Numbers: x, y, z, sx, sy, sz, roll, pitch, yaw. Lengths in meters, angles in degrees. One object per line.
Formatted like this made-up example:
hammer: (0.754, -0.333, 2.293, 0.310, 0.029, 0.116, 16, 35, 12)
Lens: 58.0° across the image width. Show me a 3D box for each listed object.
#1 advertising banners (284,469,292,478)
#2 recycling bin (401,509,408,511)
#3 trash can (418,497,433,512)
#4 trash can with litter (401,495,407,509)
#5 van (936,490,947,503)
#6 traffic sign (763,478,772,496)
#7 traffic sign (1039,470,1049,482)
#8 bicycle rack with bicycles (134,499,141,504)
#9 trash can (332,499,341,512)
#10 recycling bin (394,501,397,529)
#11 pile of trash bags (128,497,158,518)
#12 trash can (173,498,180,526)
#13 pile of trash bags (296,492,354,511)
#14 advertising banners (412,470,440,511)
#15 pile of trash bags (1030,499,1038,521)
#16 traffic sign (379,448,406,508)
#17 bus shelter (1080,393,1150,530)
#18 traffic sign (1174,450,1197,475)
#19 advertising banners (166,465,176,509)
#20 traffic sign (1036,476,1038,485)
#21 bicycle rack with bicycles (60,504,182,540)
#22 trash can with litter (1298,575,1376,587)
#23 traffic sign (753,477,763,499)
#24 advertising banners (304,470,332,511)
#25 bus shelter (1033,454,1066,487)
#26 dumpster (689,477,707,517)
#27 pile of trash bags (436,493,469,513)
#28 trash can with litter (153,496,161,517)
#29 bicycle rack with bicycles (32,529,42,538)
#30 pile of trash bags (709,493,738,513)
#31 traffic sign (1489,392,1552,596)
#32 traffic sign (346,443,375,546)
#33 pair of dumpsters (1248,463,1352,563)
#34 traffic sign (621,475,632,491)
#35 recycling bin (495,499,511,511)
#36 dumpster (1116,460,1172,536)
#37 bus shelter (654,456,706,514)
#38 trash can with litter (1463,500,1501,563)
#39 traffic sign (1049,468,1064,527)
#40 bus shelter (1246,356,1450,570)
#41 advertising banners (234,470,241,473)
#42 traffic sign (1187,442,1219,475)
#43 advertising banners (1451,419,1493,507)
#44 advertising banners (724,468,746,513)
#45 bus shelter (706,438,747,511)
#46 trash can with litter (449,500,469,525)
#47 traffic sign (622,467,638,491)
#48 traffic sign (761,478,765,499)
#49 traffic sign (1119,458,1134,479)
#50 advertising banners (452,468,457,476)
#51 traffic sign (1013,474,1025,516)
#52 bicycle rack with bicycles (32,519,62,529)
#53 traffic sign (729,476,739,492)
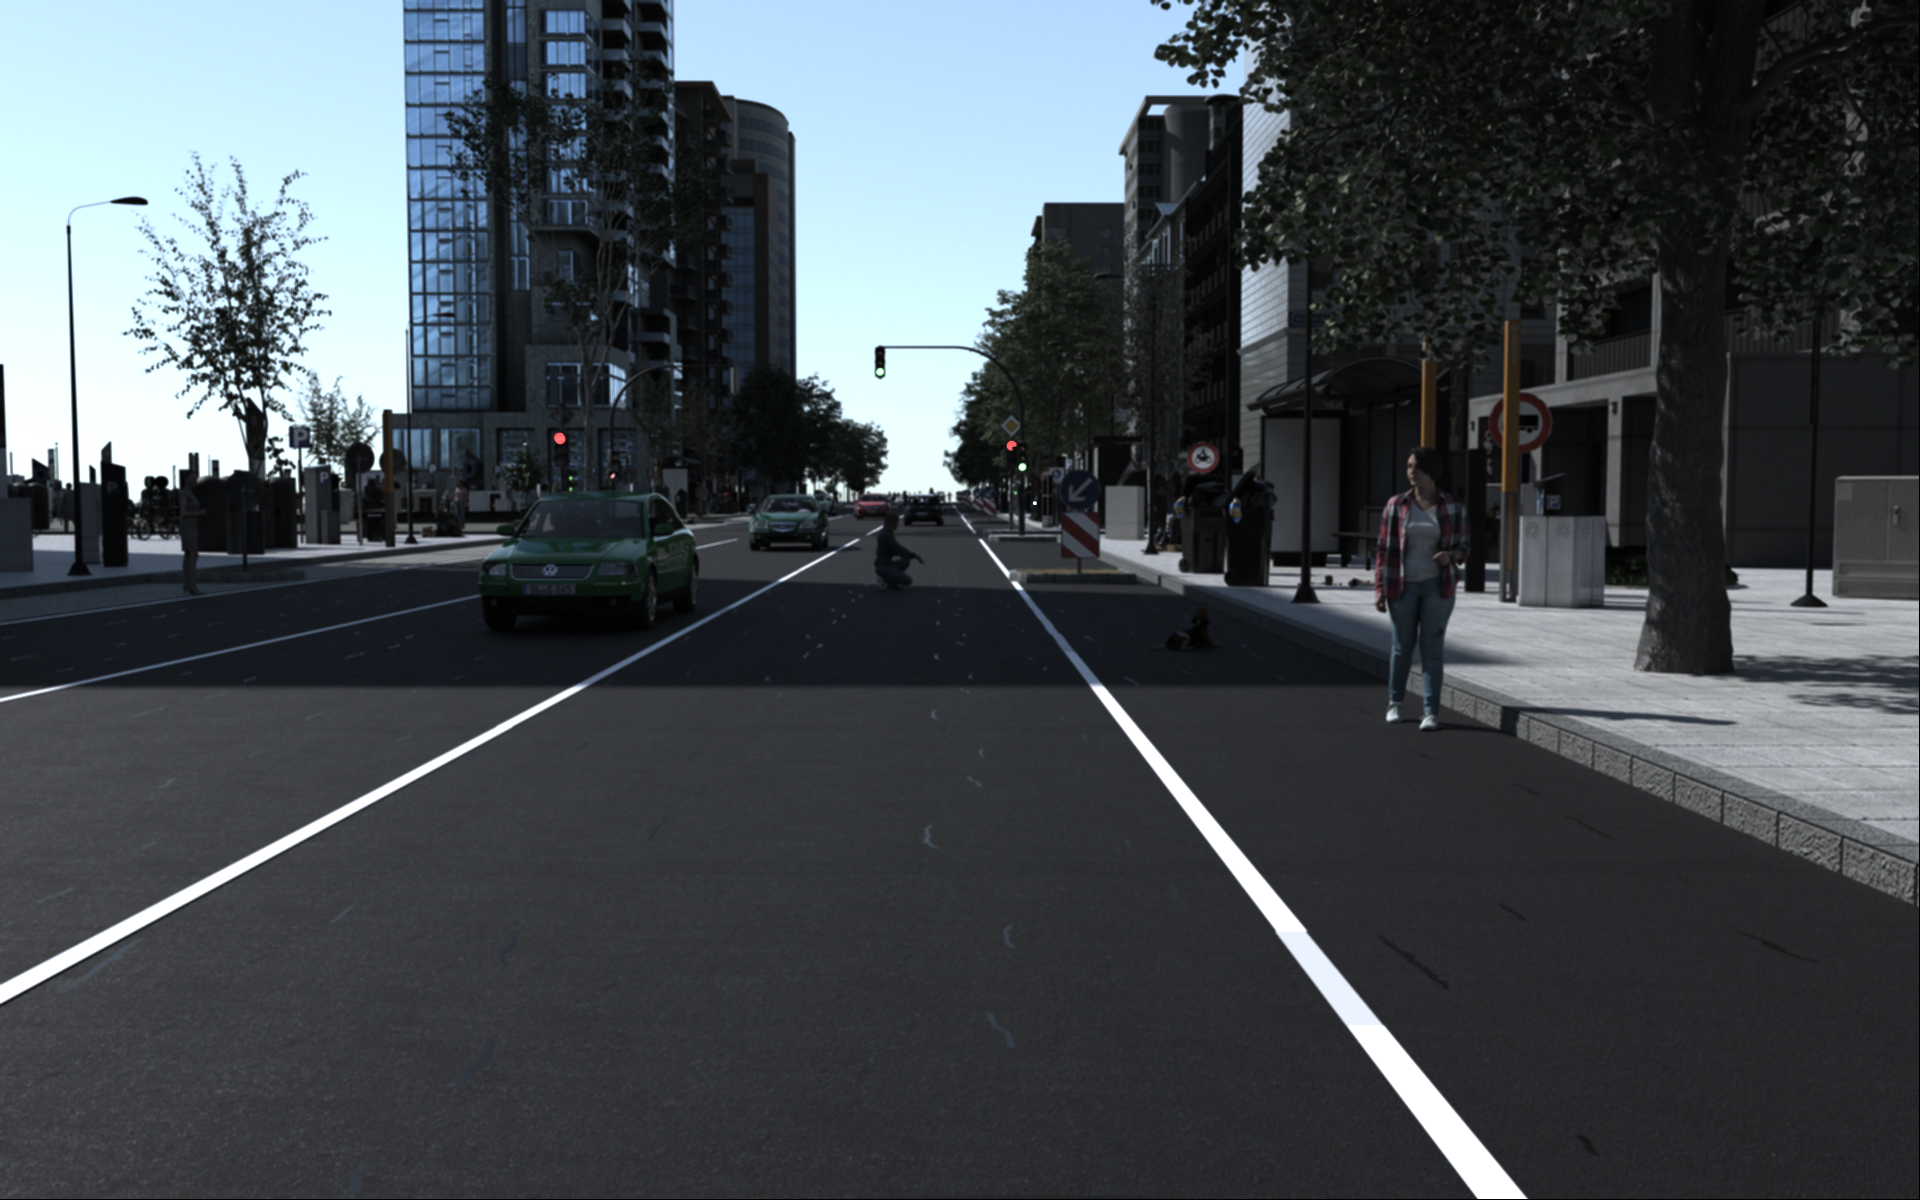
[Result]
advertising banners: (-46.792, -7.482, 118.523, 2.074, 3.025, 0.090, -2, 4, -24)
recycling bin: (-43.316, -7.456, 134.466, 0.722, 1.027, 0.722, 0, 4, -5)
trash can: (-26.733, -4.587, 86.659, 0.748, 1.137, 0.748, 0, 3, 0)
trash can with litter: (-36.399, -6.206, 112.519, 2.233, 1.210, 1.678, 1, 4, 20)
van: (-3.240, -17.185, 287.977, 2.013, 2.044, 4.112, 0, 3, 0)
traffic sign: (-14.831, -8.155, 133.447, 0.768, 2.556, 0.104, 0, 4, 6)
traffic sign: (4.483, -5.484, 89.764, 0.768, 2.556, 0.104, 0, 4, 3)
bicycle rack with bicycles: (-58.075, -6.719, 123.236, 2.925, 0.926, 2.852, 0, 4, -5)
trash can: (-17.665, -2.242, 48.312, 0.748, 1.137, 0.748, 0, 3, 0)
recycling bin: (-21.235, -3.130, 63.729, 0.722, 1.027, 0.722, 2, 4, 27)
pile of trash bags: (-42.833, -4.821, 88.583, 3.447, 1.369, 1.912, -1, 4, -17)
trash can: (-30.683, -3.468, 68.348, 0.748, 1.137, 0.748, 0, 3, 0)
pile of trash bags: (-35.145, -5.257, 95.710, 3.447, 1.369, 1.912, 0, 4, -8)
advertising banners: (-38.583, -7.870, 124.870, 2.074, 3.025, 0.090, -1, 4, -23)
pile of trash bags: (4.325, -4.487, 83.115, 1.912, 1.369, 3.447, 0, 4, 2)
traffic sign: (-15.747, -2.934, 48.080, 0.768, 2.556, 0.104, 0, 4, 2)
bus shelter: (5.819, -5.449, 66.729, 2.179, 5.291, 8.768, 0, 4, 0)
traffic sign: (6.630, -3.085, 50.544, 0.768, 2.556, 0.104, 0, 4, 8)
advertising banners: (-47.492, -6.613, 104.302, 0.090, 3.025, 2.074, -1, 4, -9)
traffic sign: (5.046, -6.575, 107.614, 0.768, 2.556, 0.104, 1, 4, 8)
bicycle rack with bicycles: (-23.206, -2.192, 49.218, 2.852, 0.926, 2.925, 1, 4, 16)
trash can with litter: (5.826, -0.811, 24.310, 2.233, 1.210, 1.678, 0, 4, 1)
traffic sign: (-15.206, -7.972, 130.455, 0.768, 2.556, 0.104, 0, 4, 5)
advertising banners: (-46.643, -7.929, 125.830, 2.074, 3.025, 0.090, -3, 5, -42)
bus shelter: (5.322, -6.857, 103.394, 1.731, 3.624, 6.357, 0, 4, -1)
dumpster: (-15.238, -5.872, 98.507, 1.502, 2.255, 1.985, 0, 4, -1)
pile of trash bags: (-37.156, -7.336, 129.689, 3.447, 1.369, 1.912, -3, 5, -40)
trash can with litter: (-35.775, -4.103, 78.137, 1.678, 1.210, 2.233, 1, 4, 22)
bicycle rack with bicycles: (-28.221, -2.249, 50.155, 2.925, 0.926, 2.852, -3, 5, -41)
pile of trash bags: (-15.814, -6.508, 116.155, 1.912, 1.369, 3.447, 0, 4, -1)
traffic sign: (7.032, -1.328, 21.818, 0.768, 2.556, 0.104, 0, 4, 8)
traffic sign: (-14.908, -2.626, 43.034, 0.768, 2.556, 0.104, 1, 4, 8)
pair of dumpsters: (6.566, -1.918, 33.860, 1.574, 2.255, 4.437, 0, 4, 0)
traffic sign: (-17.363, -5.542, 90.725, 0.768, 2.556, 0.104, 0, 4, 2)
recycling bin: (-25.386, -5.116, 96.206, 0.722, 1.027, 0.722, 0, 4, -5)
dumpster: (5.354, -2.945, 50.644, 1.502, 2.255, 1.985, 0, 4, 0)
bus shelter: (-15.129, -6.121, 93.997, 2.014, 3.302, 5.546, 0, 4, -1)
trash can with litter: (9.638, -1.273, 32.193, 1.055, 1.170, 0.624, 2, 4, 24)
traffic sign: (3.707, -3.933, 66.439, 0.606, 2.300, 0.079, 0, 4, 8)
bus shelter: (6.126, -2.094, 28.166, 2.014, 3.302, 5.546, 0, 4, -1)
advertising banners: (-52.518, -7.818, 124.008, 2.074, 3.025, 0.090, -2, 4, -31)
traffic sign: (5.917, -2.576, 42.218, 0.768, 2.556, 0.104, 0, 4, 4)
advertising banners: (11.640, -2.678, 39.979, 2.074, 3.025, 0.090, -2, 4, -29)
advertising banners: (-15.432, -7.500, 118.813, 0.090, 3.025, 2.074, 3, 4, 38)
bus shelter: (-17.042, -9.068, 125.889, 2.179, 5.291, 8.768, 0, 4, -1)
trash can with litter: (-20.601, -3.622, 70.611, 0.624, 1.170, 1.055, 3, 4, 37)
traffic sign: (-15.760, -5.047, 82.629, 0.768, 2.556, 0.104, 0, 4, 3)
traffic sign: (-15.491, -8.291, 135.657, 0.768, 2.556, 0.104, 0, 4, 8)
traffic sign: (6.160, -3.811, 62.318, 0.884, 2.594, 0.081, 1, 4, 8)
advertising banners: (-33.118, -7.286, 115.309, 0.090, 3.025, 2.074, 1, 4, 22)
traffic sign: (3.347, -6.114, 100.068, 0.768, 2.556, 0.104, 0, 4, 5)
bicycle rack with bicycles: (-37.673, -3.429, 69.444, 2.852, 0.926, 2.925, 1, 4, 21)
traffic sign: (-15.765, -7.356, 120.382, 0.768, 2.556, 0.104, 1, 4, 9)
